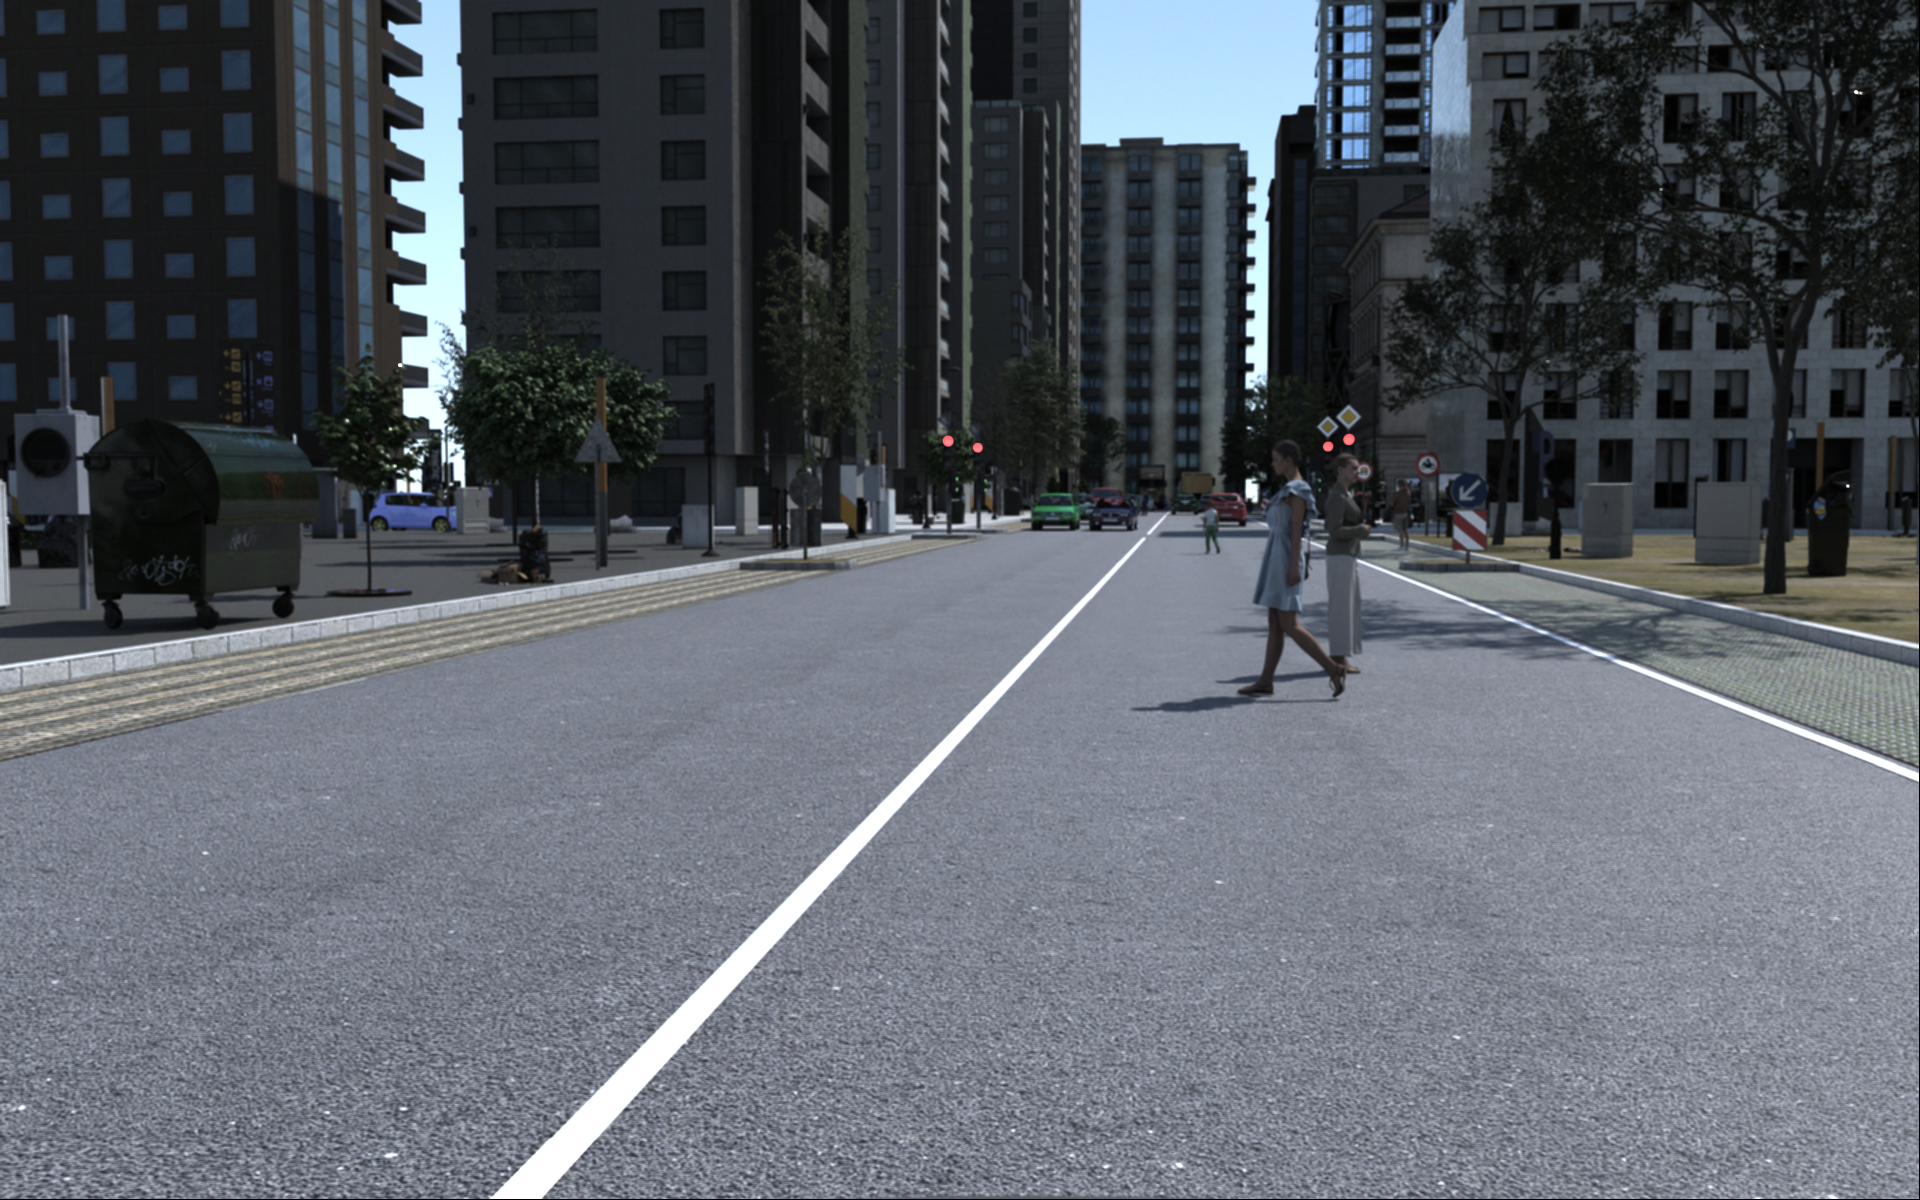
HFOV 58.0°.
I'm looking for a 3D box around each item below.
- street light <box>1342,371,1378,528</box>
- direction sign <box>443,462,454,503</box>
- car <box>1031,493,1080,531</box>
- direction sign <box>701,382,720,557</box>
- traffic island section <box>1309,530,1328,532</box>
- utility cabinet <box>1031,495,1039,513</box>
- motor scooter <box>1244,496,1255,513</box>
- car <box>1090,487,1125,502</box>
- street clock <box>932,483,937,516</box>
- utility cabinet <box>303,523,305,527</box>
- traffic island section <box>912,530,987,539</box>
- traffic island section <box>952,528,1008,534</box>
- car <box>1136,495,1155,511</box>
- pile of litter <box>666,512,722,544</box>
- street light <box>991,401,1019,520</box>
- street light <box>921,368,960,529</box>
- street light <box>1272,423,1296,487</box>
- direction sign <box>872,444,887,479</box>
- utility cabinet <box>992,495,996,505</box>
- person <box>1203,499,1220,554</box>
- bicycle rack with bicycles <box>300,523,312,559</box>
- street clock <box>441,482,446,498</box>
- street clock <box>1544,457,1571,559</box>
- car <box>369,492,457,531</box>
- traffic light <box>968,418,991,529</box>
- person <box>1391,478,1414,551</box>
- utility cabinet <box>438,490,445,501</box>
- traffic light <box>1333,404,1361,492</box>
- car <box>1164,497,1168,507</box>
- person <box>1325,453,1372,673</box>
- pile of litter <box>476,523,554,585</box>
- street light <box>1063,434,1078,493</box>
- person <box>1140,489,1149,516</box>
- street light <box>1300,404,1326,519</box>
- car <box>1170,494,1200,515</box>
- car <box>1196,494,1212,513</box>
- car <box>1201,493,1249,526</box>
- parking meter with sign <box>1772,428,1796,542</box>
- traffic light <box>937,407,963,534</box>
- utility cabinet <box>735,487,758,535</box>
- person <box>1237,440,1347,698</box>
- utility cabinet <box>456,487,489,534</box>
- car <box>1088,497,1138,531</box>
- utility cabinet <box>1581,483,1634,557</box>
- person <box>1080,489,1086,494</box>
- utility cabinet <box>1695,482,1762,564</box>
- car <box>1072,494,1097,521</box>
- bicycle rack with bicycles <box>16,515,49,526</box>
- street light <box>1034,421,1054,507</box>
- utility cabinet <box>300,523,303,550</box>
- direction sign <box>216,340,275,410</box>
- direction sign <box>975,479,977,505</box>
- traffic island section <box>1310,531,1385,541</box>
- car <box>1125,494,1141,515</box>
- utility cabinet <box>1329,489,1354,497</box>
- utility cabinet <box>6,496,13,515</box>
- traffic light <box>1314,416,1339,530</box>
[{"bbox_3d":[15.161,-5.698,65.697,1.470,5.913,1.316,0,4,7],"label":"street light"},{"bbox_3d":[-36.250,-8.004,122.855,0.876,3.537,0.379,1,4,23],"label":"direction sign"},{"bbox_3d":[3.855,-3.709,69.438,1.959,1.807,4.718,0,4,7],"label":"car"},{"bbox_3d":[-5.144,-2.668,35.616,0.379,3.537,0.876,-1,4,-20],"label":"direction sign"},{"bbox_3d":[13.204,-2.448,62.298,2.009,0.180,2.903,0,4,7],"label":"traffic island section"},{"bbox_3d":[4.955,-6.315,114.411,0.306,1.237,1.020,-1,4,-14],"label":"utility cabinet"},{"bbox_3d":[21.396,-7.045,127.955,0.815,1.314,1.986,0,4,6],"label":"motor scooter"},{"bbox_3d":[8.063,-5.365,96.395,2.281,1.827,5.304,0,4,8],"label":"car"},{"bbox_3d":[-1.502,-6.034,103.230,0.358,2.002,0.471,0,4,-2],"label":"street clock"},{"bbox_3d":[-25.717,-3.435,67.323,0.306,1.237,1.020,-2,4,-29],"label":"utility cabinet"},{"bbox_3d":[-0.365,-2.063,56.016,2.009,0.180,2.903,0,4,7],"label":"traffic island section"},{"bbox_3d":[0.669,-2.548,63.934,2.009,0.180,2.903,0,4,7],"label":"traffic island section"},{"bbox_3d":[15.715,-8.332,148.593,2.083,1.381,4.827,0,4,7],"label":"car"},{"bbox_3d":[-6.901,-1.893,44.917,1.719,0.858,1.176,-2,4,-35],"label":"pile of litter"},{"bbox_3d":[2.271,-7.001,87.002,1.470,5.913,1.316,0,4,7],"label":"street light"},{"bbox_3d":[-0.705,-5.586,63.868,1.470,5.913,1.316,0,4,7],"label":"street light"},{"bbox_3d":[21.330,-8.596,113.089,1.470,5.913,1.316,0,4,7],"label":"street light"},{"bbox_3d":[-3.773,-5.535,82.495,0.379,3.537,0.876,1,4,9],"label":"direction sign"},{"bbox_3d":[2.427,-7.640,136.080,0.306,1.237,1.020,3,4,39],"label":"utility cabinet"},{"bbox_3d":[6.019,-1.753,41.411,0.306,1.304,0.590,-1,4,-20],"label":"person"},{"bbox_3d":[-13.947,-1.241,33.670,2.852,0.926,2.925,1,4,16],"label":"bicycle rack with bicycles"},{"bbox_3d":[-30.368,-5.954,101.921,0.358,2.002,0.471,-1,4,-22],"label":"street clock"},{"bbox_3d":[11.772,-1.811,34.188,0.471,2.002,0.358,1,4,10],"label":"street clock"},{"bbox_3d":[-19.615,-3.279,63.196,3.694,1.707,1.945,1,4,8],"label":"car"},{"bbox_3d":[0.707,-4.579,63.794,0.839,4.253,0.868,0,4,7],"label":"traffic light"},{"bbox_3d":[11.091,-2.138,43.434,0.573,1.828,0.580,1,4,10],"label":"person"},{"bbox_3d":[-25.249,-4.625,84.290,0.318,1.500,1.173,-1,4,-17],"label":"utility cabinet"},{"bbox_3d":[12.131,-3.997,54.271,0.839,4.253,0.868,0,4,7],"label":"traffic light"},{"bbox_3d":[22.410,-11.339,194.980,1.945,1.707,3.694,1,4,9],"label":"car"},{"bbox_3d":[3.104,-0.294,13.854,0.362,1.759,0.519,1,4,17],"label":"person"},{"bbox_3d":[-6.450,-0.686,25.176,1.176,0.858,1.719,0,4,-1],"label":"pile of litter"},{"bbox_3d":[8.510,-9.849,133.565,1.470,5.913,1.316,0,4,7],"label":"street light"},{"bbox_3d":[12.314,-6.513,115.166,0.419,1.800,0.721,-2,4,-31],"label":"person"},{"bbox_3d":[18.164,-7.121,88.963,1.470,5.913,1.316,0,4,7],"label":"street light"},{"bbox_3d":[15.700,-6.669,120.838,2.131,1.459,4.920,0,4,7],"label":"car"},{"bbox_3d":[19.106,-7.384,132.729,2.014,1.417,4.499,0,4,7],"label":"car"},{"bbox_3d":[11.959,-4.223,78.094,2.155,1.783,4.494,0,4,7],"label":"car"},{"bbox_3d":[22.225,-3.082,46.659,0.543,3.016,1.738,2,4,29],"label":"parking meter with sign"},{"bbox_3d":[-0.327,-4.095,55.876,0.839,4.253,0.868,0,4,7],"label":"traffic light"},{"bbox_3d":[-6.633,-2.761,53.821,0.318,1.500,1.173,1,4,14],"label":"utility cabinet"},{"bbox_3d":[2.359,-0.223,12.234,0.778,1.811,0.616,1,4,23],"label":"person"},{"bbox_3d":[-15.545,-2.851,55.286,0.318,1.500,1.173,2,4,27],"label":"utility cabinet"},{"bbox_3d":[6.111,-3.434,68.721,1.945,1.354,3.894,1,4,9],"label":"car"},{"bbox_3d":[13.135,-1.620,35.168,0.318,1.500,1.173,-1,4,-20],"label":"utility cabinet"},{"bbox_3d":[9.275,-7.518,131.434,0.660,1.820,0.620,1,4,8],"label":"person"},{"bbox_3d":[14.109,-1.414,31.802,0.318,1.500,1.173,-2,4,-27],"label":"utility cabinet"},{"bbox_3d":[5.747,-4.354,82.994,2.131,1.459,4.920,0,4,7],"label":"car"},{"bbox_3d":[-38.393,-3.505,70.694,2.852,0.926,2.925,2,4,28],"label":"bicycle rack with bicycles"},{"bbox_3d":[5.287,-8.410,110.052,1.470,5.913,1.316,0,4,7],"label":"street light"},{"bbox_3d":[-15.497,-1.862,39.127,1.173,1.500,0.318,-3,5,-43],"label":"utility cabinet"},{"bbox_3d":[-10.596,-2.071,25.855,0.379,3.537,0.876,2,4,33],"label":"direction sign"},{"bbox_3d":[1.283,-8.937,138.114,0.379,3.537,0.876,0,4,6],"label":"direction sign"},{"bbox_3d":[12.170,-1.963,54.380,2.009,0.180,2.903,0,4,7],"label":"traffic island section"},{"bbox_3d":[11.722,-6.735,121.913,2.131,1.459,4.920,0,4,8],"label":"car"},{"bbox_3d":[17.994,-4.469,81.745,1.173,1.500,0.318,3,5,41],"label":"utility cabinet"},{"bbox_3d":[-32.284,-2.901,58.598,0.306,1.237,1.020,-3,4,-38],"label":"utility cabinet"},{"bbox_3d":[13.165,-4.481,62.190,0.839,4.253,0.868,0,4,7],"label":"traffic light"}]
